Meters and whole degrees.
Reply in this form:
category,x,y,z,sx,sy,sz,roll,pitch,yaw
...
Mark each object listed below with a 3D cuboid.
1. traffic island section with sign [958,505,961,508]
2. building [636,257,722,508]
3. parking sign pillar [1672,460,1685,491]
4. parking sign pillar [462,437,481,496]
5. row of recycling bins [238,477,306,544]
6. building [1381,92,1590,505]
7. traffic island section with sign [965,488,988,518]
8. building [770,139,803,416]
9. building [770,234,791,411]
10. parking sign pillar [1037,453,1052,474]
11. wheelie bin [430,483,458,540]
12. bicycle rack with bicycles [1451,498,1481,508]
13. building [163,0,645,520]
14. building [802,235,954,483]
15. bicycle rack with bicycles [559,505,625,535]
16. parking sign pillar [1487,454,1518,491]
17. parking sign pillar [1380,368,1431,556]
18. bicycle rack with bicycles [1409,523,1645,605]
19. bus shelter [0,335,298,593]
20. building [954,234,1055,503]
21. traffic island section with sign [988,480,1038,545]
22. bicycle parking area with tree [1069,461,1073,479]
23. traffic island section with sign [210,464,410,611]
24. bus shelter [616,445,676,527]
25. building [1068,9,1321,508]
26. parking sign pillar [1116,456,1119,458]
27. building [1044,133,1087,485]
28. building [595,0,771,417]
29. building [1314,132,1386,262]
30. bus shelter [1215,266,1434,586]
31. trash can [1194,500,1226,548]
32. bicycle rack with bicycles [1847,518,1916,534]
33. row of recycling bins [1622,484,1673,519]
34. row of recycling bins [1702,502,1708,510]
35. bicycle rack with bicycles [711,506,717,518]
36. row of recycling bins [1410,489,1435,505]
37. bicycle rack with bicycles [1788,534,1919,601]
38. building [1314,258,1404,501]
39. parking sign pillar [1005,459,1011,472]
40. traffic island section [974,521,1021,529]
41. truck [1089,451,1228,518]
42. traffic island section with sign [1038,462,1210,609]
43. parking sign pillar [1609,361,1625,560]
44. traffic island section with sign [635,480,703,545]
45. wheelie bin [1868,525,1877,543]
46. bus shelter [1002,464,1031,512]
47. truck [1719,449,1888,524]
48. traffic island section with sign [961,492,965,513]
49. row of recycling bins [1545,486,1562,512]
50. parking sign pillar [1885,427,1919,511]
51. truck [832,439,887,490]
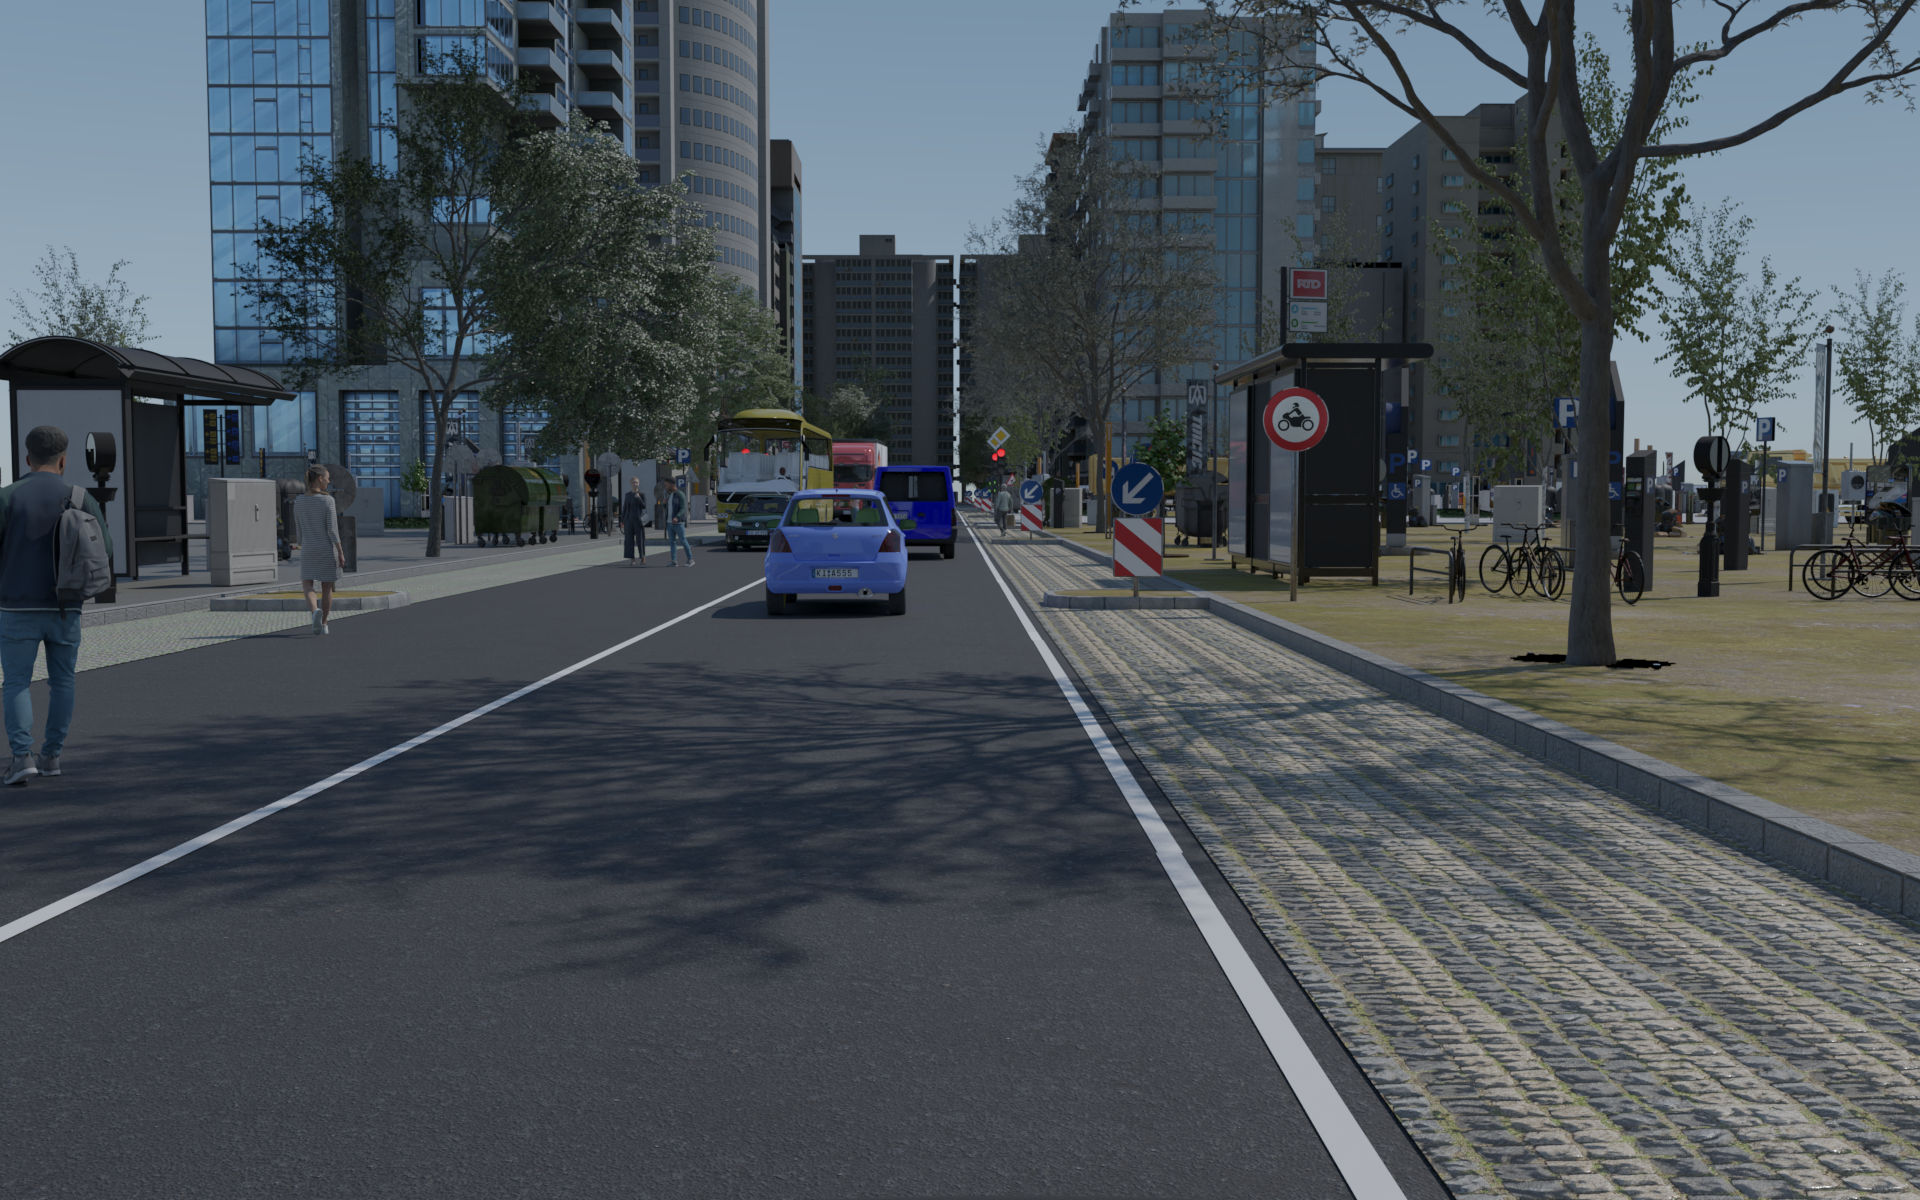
category,x,y,z,sx,sy,sz,roll,pitch,yaw
traffic island section with sign,0.878,-10.616,182.205,1.989,1.847,2.006,0,4,0
building,-34.891,-18.030,139.823,27.650,21.520,28.899,0,4,0
parking sign pillar,56.144,-9.019,135.934,1.447,3.967,1.447,0,4,5
parking sign pillar,-22.771,-5.676,81.275,1.447,3.967,1.447,2,4,30
row of recycling bins,-17.749,-2.288,44.524,1.069,1.692,3.534,0,4,3
building,64.571,-35.987,212.083,21.600,48.544,21.300,0,4,0
traffic island section with sign,1.466,-5.871,104.625,1.989,1.847,2.006,0,4,0
building,-27.200,-34.530,214.683,14.200,45.320,14.600,0,4,0
building,-26.247,-25.632,190.790,14.160,30.474,14.107,0,4,0
parking sign pillar,5.213,-7.224,106.577,1.447,3.967,1.447,-1,4,-20
wheelie bin,-14.340,-2.467,48.238,0.693,1.594,0.980,-3,4,-36
bicycle rack with bicycles,42.625,-8.238,148.070,2.852,0.926,2.925,3,4,38
building,-30.414,-48.154,99.993,22.319,86.520,31.000,0,4,0
building,-12.515,-34.886,262.265,23.993,40.220,32.217,0,4,0
bicycle rack with bicycles,-11.719,-2.560,55.238,2.852,0.926,2.925,-2,4,-25
parking sign pillar,36.522,-7.847,116.763,1.447,3.967,1.447,3,4,36
parking sign pillar,9.225,-2.940,36.539,1.447,3.967,1.447,1,4,14
bicycle rack with bicycles,6.749,-0.482,21.256,2.852,0.926,2.925,0,4,1
bus shelter,-11.530,-1.894,24.886,2.014,3.302,5.546,0,4,0
building,11.481,-34.862,261.868,23.993,40.220,32.217,0,4,0
traffic island section with sign,1.895,-2.500,49.508,1.989,1.847,2.006,0,4,0
bicycle parking area with tree,12.165,-9.987,150.286,8.231,4.147,9.016,1,4,19
traffic island section with sign,-8.113,-0.814,21.936,1.989,1.847,2.006,0,4,0
bus shelter,-12.422,-4.601,69.153,2.014,3.302,5.546,0,4,0
building,23.559,-34.092,177.012,23.786,49.044,30.456,0,4,0
parking sign pillar,11.590,-8.167,121.999,1.447,3.967,1.447,1,4,17
building,21.386,-33.809,207.402,22.147,44.769,28.867,0,4,0
building,-30.395,-38.335,168.781,21.231,58.520,28.212,0,4,0
building,60.128,-41.062,260.600,27.495,52.752,28.713,0,4,0
bus shelter,5.491,-3.100,28.319,2.179,5.291,8.768,0,4,0
trash can,5.969,-1.816,41.353,0.748,1.137,0.748,0,3,0
bicycle rack with bicycles,33.413,-2.952,61.654,2.852,0.926,2.925,3,5,39
row of recycling bins,27.001,-3.738,68.221,3.534,1.692,1.069,-3,5,-40
row of recycling bins,61.034,-8.263,142.212,1.069,1.692,3.534,3,4,39
bicycle rack with bicycles,-11.782,-4.801,91.877,2.925,0.926,2.852,0,4,0
row of recycling bins,34.653,-7.620,131.695,1.069,1.692,3.534,-2,4,-33
bicycle rack with bicycles,11.802,-0.506,21.653,2.925,0.926,2.852,1,4,11
building,46.497,-27.184,216.163,14.107,30.474,14.160,0,4,0
parking sign pillar,3.700,-8.838,132.976,1.447,3.967,1.447,0,4,2
traffic island section,1.654,-3.513,79.720,2.009,0.180,2.903,0,4,0
truck,10.546,-4.852,75.255,9.791,3.379,3.469,0,4,2
traffic island section with sign,2.092,-0.836,22.296,1.989,1.847,2.006,0,4,0
parking sign pillar,12.889,-2.813,34.468,1.447,3.967,1.447,1,4,13
traffic island section with sign,-8.335,-2.463,48.891,1.989,1.847,2.006,0,4,0
wheelie bin,24.442,-2.325,45.919,0.693,1.594,0.980,1,4,8
bus shelter,3.724,-7.622,118.535,2.014,3.302,5.546,0,4,0
truck,37.716,-4.905,76.119,9.791,3.379,3.469,0,3,0
traffic island section with sign,1.262,-7.560,132.238,1.989,1.847,2.006,0,4,0
row of recycling bins,31.563,-5.157,91.434,1.069,1.692,3.534,-3,5,-44
parking sign pillar,36.028,-4.745,66.046,1.447,3.967,1.447,1,4,8
truck,-5.358,-6.185,90.037,2.839,4.237,11.283,0,4,1
